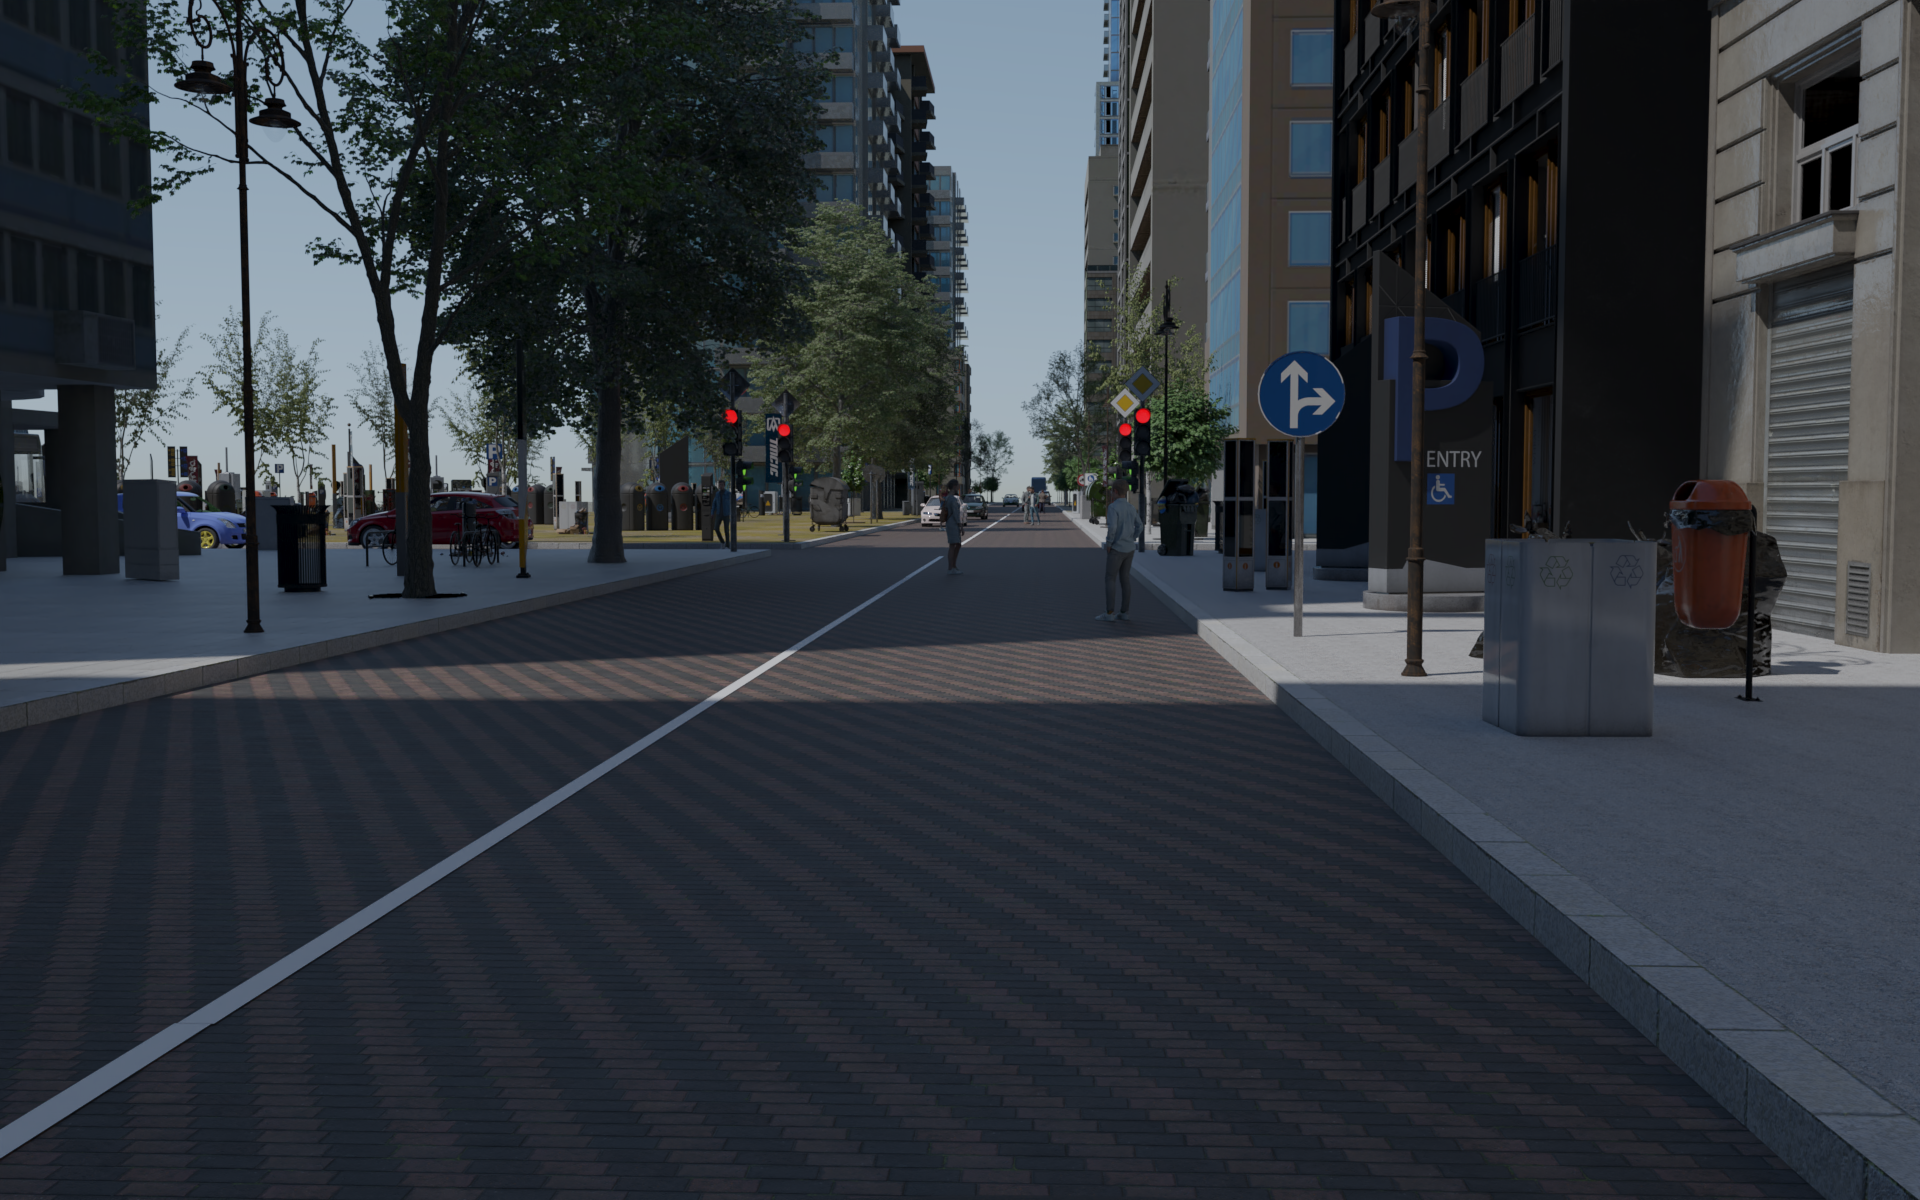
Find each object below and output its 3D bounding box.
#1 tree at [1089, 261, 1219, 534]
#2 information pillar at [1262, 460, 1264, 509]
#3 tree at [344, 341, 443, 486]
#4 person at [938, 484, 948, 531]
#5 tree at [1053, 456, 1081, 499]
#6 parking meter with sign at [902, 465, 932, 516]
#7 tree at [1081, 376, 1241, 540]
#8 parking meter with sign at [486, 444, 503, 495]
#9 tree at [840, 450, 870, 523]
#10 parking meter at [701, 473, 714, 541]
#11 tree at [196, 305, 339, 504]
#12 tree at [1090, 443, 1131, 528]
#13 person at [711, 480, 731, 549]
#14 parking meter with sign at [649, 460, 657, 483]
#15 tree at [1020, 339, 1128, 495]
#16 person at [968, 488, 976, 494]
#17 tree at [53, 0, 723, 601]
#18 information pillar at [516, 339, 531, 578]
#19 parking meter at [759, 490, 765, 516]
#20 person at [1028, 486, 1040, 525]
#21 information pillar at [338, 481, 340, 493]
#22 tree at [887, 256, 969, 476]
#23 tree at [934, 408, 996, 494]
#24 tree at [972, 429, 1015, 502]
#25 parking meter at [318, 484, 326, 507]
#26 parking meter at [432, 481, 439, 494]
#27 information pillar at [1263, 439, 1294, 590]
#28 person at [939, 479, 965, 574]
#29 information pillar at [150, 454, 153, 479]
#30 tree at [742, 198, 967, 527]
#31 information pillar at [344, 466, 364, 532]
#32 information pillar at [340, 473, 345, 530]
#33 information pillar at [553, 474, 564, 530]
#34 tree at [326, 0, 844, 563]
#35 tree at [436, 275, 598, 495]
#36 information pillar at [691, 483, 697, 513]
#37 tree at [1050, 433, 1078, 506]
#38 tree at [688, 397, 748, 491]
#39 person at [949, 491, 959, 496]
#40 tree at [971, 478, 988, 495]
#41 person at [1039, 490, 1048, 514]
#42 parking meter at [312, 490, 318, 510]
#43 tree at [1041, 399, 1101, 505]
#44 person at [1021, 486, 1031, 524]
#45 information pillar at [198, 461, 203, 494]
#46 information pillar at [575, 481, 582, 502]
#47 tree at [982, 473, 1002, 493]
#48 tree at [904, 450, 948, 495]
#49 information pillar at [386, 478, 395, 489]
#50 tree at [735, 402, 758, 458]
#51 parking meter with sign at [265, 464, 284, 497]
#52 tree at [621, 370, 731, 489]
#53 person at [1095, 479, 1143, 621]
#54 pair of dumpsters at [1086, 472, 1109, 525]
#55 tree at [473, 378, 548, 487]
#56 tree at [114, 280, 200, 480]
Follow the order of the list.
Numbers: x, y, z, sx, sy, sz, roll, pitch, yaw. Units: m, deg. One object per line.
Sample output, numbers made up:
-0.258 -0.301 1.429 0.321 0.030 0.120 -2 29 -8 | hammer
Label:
6.011 -6.374 54.583 4.737 8.622 4.395 0 3 0 | tree
6.677 -2.004 37.250 0.304 2.012 0.304 2 4 24 | information pillar
-27.465 -8.147 83.565 4.360 8.622 3.978 0 3 0 | tree
-0.641 -3.646 68.093 0.573 1.828 0.580 -3 4 -38 | person
9.318 -9.060 131.837 4.285 4.588 4.351 0 3 0 | tree
-2.569 -6.581 103.860 1.738 3.016 0.543 -1 4 -18 | parking meter with sign
6.214 -3.970 48.622 4.285 4.588 4.351 0 3 0 | tree
-15.948 -3.844 59.113 0.543 3.016 1.738 -1 4 -10 | parking meter with sign
-4.702 -4.987 76.142 1.663 3.219 1.824 0 3 0 | tree
-6.879 -2.536 47.169 0.255 1.863 0.399 0 4 5 | parking meter
-27.812 -7.218 68.379 4.737 8.622 4.395 0 3 0 | tree
5.965 -4.357 65.842 1.663 3.219 1.824 0 3 0 | tree
-5.899 -2.107 43.289 0.601 1.785 0.444 1 4 19 | person
-14.814 -5.571 87.353 1.738 3.016 0.543 2 4 30 | parking meter with sign
7.606 -10.328 103.278 8.767 10.594 7.601 1 4 9 | tree
0.751 -6.270 111.201 0.592 1.802 0.473 3 5 42 | person
-6.751 -5.822 20.944 9.928 11.665 9.643 0 3 0 | tree
-6.707 -2.152 26.539 0.183 3.616 0.504 0 4 -8 | information pillar
-11.746 -5.769 102.731 0.372 1.533 0.369 0 3 0 | parking meter
3.373 -4.311 79.336 0.623 1.781 0.721 2 4 24 | person
-34.611 -5.669 97.175 0.304 2.012 0.304 -2 4 -34 | information pillar
-4.291 -11.087 87.934 9.857 13.997 8.962 0 3 0 | tree
0.464 -15.513 188.048 7.601 10.594 8.767 0 4 7 | tree
5.199 -21.467 276.737 9.928 11.665 9.643 0 3 0 | tree
-32.320 -5.018 87.761 0.399 1.863 0.255 -1 4 -21 | parking meter
-23.633 -4.423 78.034 0.255 1.863 0.399 -2 4 -27 | parking meter
4.284 -1.145 23.216 0.304 2.012 0.304 1 4 22 | information pillar
-0.123 -1.312 30.948 0.522 1.701 0.512 -1 4 -19 | person
-46.658 -6.645 100.007 0.183 3.616 0.504 -2 4 -34 | information pillar
-4.373 -9.105 66.994 7.486 12.596 7.792 0 3 0 | tree
-16.084 -2.544 46.082 0.304 2.012 0.304 3 4 36 | information pillar
-20.896 -3.354 59.329 0.304 2.012 0.304 3 4 38 | information pillar
-14.364 -3.518 62.006 0.304 2.012 0.304 -2 4 -33 | information pillar
-6.629 -7.677 32.174 9.857 13.997 8.962 0 3 0 | tree
-13.057 -6.117 50.371 4.737 8.622 4.395 0 3 0 | tree
-17.949 -6.874 116.876 0.304 2.012 0.304 -2 4 -26 | information pillar
11.808 -14.872 193.526 4.360 8.622 3.978 0 3 0 | tree
-14.396 -9.337 103.019 4.360 8.622 3.978 0 3 0 | tree
-0.347 -4.826 86.766 0.474 1.900 0.648 2 4 26 | person
2.043 -13.559 216.295 1.663 3.219 1.824 0 3 0 | tree
6.115 -7.248 127.539 0.617 1.759 0.750 1 4 21 | person
-44.857 -6.851 120.430 0.372 1.533 0.369 0 3 0 | parking meter
13.078 -17.600 205.889 7.486 12.596 7.792 0 3 0 | tree
3.232 -4.568 83.282 0.391 1.810 0.635 3 4 37 | person
-49.654 -7.442 113.023 0.183 3.616 0.504 1 4 18 | information pillar
-21.397 -5.665 97.113 0.304 2.012 0.304 0 4 2 | information pillar
4.875 -17.367 267.655 4.285 4.588 4.351 0 3 0 | tree
-2.543 -8.838 128.211 4.285 4.588 4.351 0 3 0 | tree
-25.822 -4.531 78.578 0.304 2.012 0.304 1 4 9 | information pillar
-15.321 -9.787 110.381 4.737 8.622 4.395 0 3 0 | tree
-39.719 -6.344 99.978 1.738 3.016 0.543 3 4 37 | parking meter with sign
-14.198 -8.076 82.402 4.737 8.622 4.395 0 3 0 | tree
1.819 -0.574 19.697 0.589 1.601 0.330 -2 4 -35 | person
6.183 -4.357 73.730 1.574 2.255 4.437 0 4 3 | pair of dumpsters
-26.413 -9.227 101.230 4.360 8.622 3.978 0 3 0 | tree
-27.989 -6.592 58.141 4.360 8.622 3.978 0 3 0 | tree
